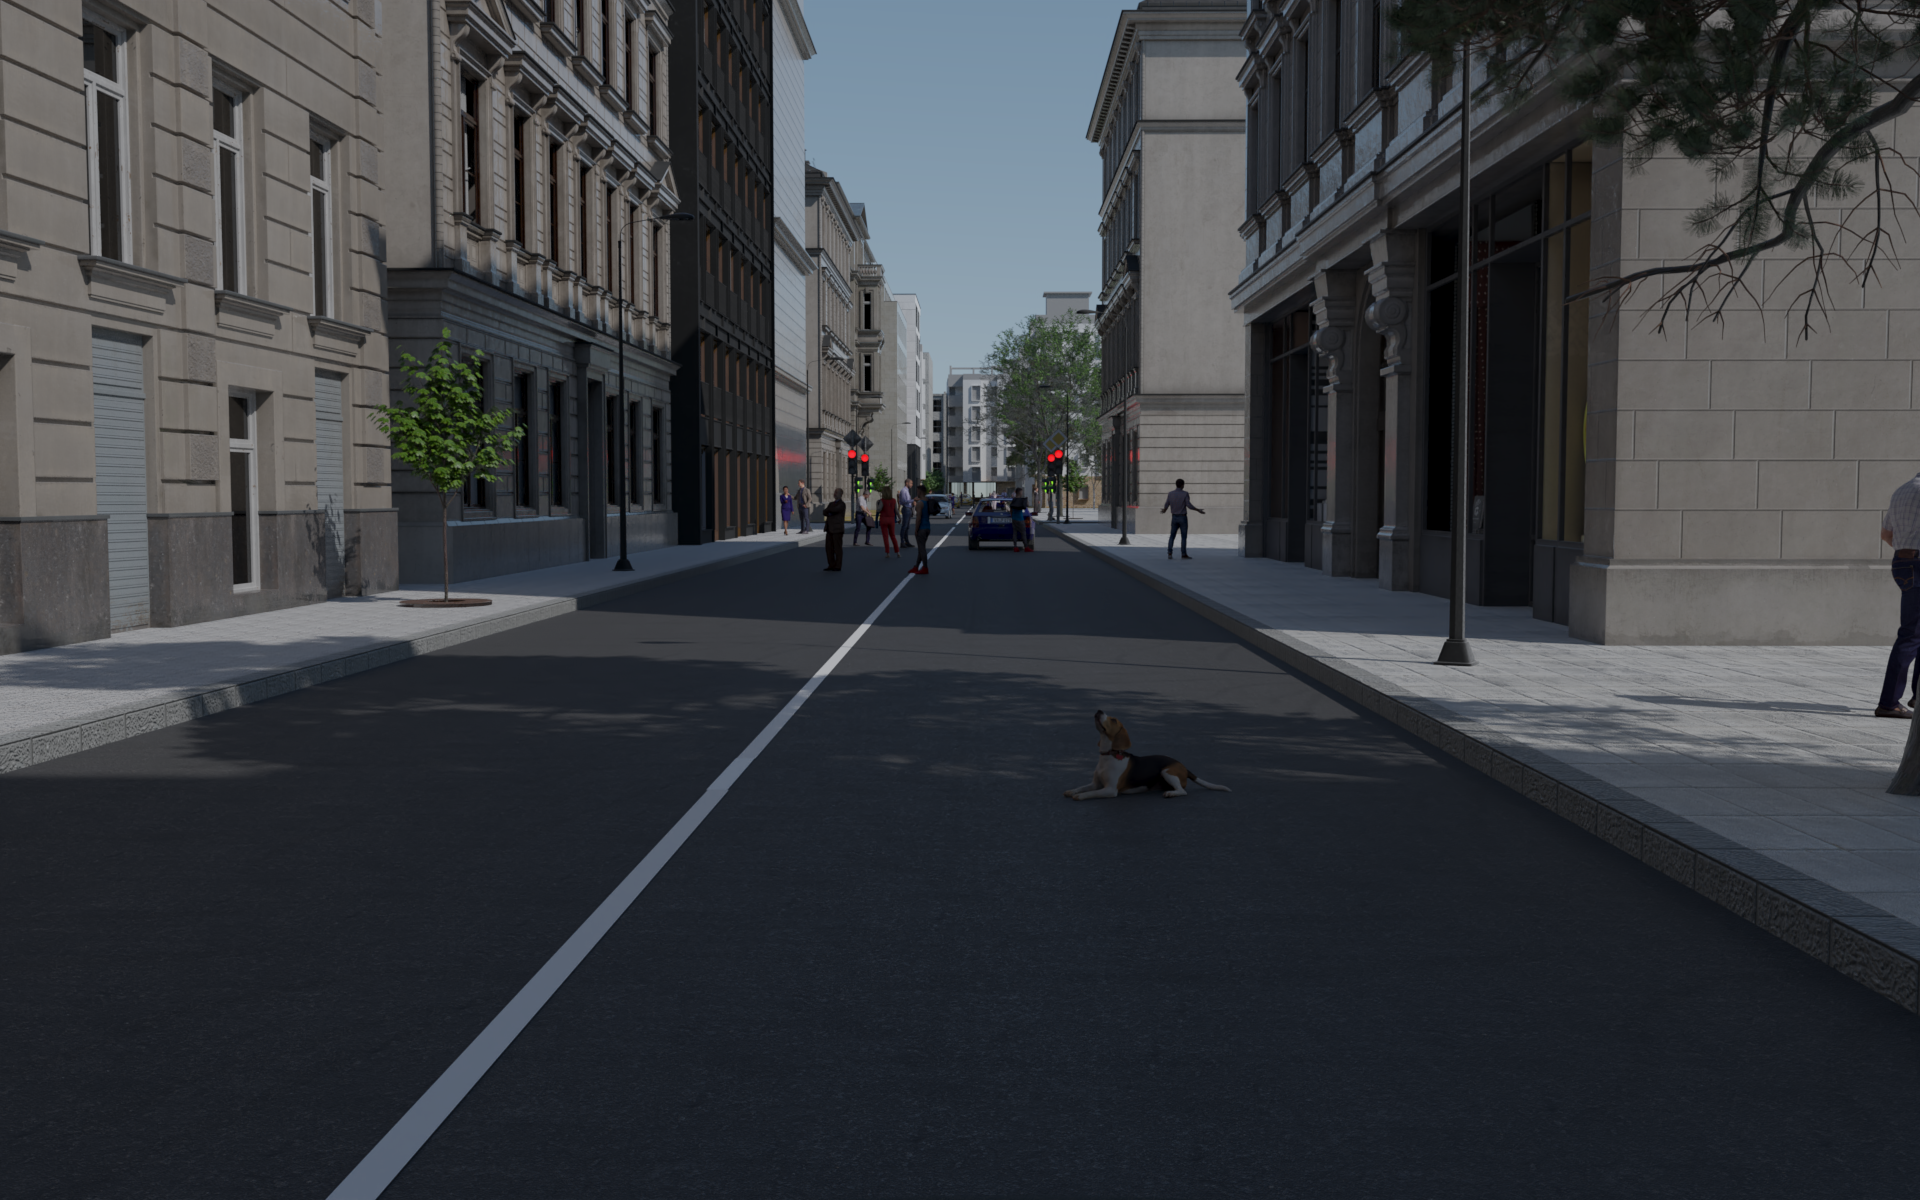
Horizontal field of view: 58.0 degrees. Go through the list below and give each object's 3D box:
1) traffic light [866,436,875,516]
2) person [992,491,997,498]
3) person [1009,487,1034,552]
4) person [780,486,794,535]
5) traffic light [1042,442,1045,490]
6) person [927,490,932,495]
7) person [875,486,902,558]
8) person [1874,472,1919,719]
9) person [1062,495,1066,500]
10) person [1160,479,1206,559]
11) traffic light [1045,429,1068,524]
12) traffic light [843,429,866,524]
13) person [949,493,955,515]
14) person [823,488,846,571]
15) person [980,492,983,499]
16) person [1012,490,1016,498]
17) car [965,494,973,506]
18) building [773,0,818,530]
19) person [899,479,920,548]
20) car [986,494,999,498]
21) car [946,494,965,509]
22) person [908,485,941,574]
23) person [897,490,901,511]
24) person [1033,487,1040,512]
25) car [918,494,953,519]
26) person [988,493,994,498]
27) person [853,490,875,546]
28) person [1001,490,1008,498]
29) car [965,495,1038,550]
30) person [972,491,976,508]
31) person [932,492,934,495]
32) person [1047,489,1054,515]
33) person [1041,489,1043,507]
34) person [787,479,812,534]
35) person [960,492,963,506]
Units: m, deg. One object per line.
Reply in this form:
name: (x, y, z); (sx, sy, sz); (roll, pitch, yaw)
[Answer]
traffic light: (-4.470, -5.679, 82.097); (0.839, 4.213, 0.868); (0, 4, 1)
person: (2.919, -8.585, 149.525); (0.551, 1.740, 0.621); (-1, 4, -13)
person: (1.514, -1.978, 42.715); (0.647, 1.594, 0.662); (3, 4, 39)
person: (-5.330, -2.763, 53.588); (0.453, 1.535, 0.546); (-3, 5, -44)
traffic light: (4.290, -5.673, 81.992); (0.839, 4.213, 0.868); (0, 4, 1)
person: (-1.971, -6.485, 115.235); (0.504, 1.737, 0.576); (-2, 4, -24)
person: (-1.617, -1.764, 39.051); (0.593, 1.614, 0.444); (0, 4, -1)
person: (5.556, -0.108, 10.025); (0.590, 1.554, 0.614); (0, 4, -2)
person: (6.323, -6.180, 109.044); (0.435, 1.587, 0.963); (3, 4, 39)
person: (4.337, -1.598, 34.133); (0.963, 1.587, 0.435); (2, 4, 25)
traffic light: (4.179, -5.184, 74.007); (0.839, 4.213, 0.868); (0, 4, 1)
traffic light: (-4.581, -5.191, 74.113); (0.839, 4.213, 0.868); (0, 4, 1)
person: (-0.616, -6.578, 118.420); (0.546, 1.535, 0.453); (0, 4, 3)
person: (-2.324, -1.311, 32.197); (0.388, 1.546, 0.482); (-3, 4, -38)
person: (2.862, -13.389, 228.873); (0.415, 1.643, 0.593); (0, 4, -7)
person: (6.321, -11.820, 200.232); (0.756, 1.711, 0.436); (-2, 4, -28)
car: (0.602, -12.212, 209.882); (2.015, 1.641, 3.980); (0, 4, -1)
building: (-17.578, -17.056, 66.257); (23.554, 28.519, 14.401); (0, 4, 1)
person: (-1.310, -2.316, 46.240); (0.599, 1.838, 0.709); (1, 4, 10)
car: (4.549, -13.511, 229.939); (2.155, 1.783, 4.494); (0, 4, -1)
car: (-0.894, -9.970, 173.227); (2.015, 1.641, 3.980); (0, 4, 3)
person: (-0.666, -1.266, 31.061); (0.662, 1.594, 0.647); (1, 4, 18)
person: (-4.460, -7.325, 128.078); (0.388, 1.546, 0.482); (2, 4, 34)
person: (4.640, -5.964, 104.352); (0.445, 1.727, 0.742); (-1, 4, -12)
car: (-1.403, -5.422, 100.658); (2.014, 1.417, 4.499); (0, 4, 2)
person: (2.706, -8.446, 148.793); (0.471, 1.553, 0.569); (-3, 5, -40)
person: (-2.660, -2.280, 47.983); (0.590, 1.554, 0.614); (1, 4, 14)
person: (4.112, -9.309, 160.569); (0.709, 1.838, 0.599); (-1, 4, -8)
car: (1.097, -2.024, 45.669); (1.945, 1.354, 3.894); (0, 4, 1)
person: (1.468, -10.103, 174.506); (0.721, 1.723, 1.217); (0, 4, 5)
person: (-3.193, -12.594, 212.744); (0.721, 1.735, 1.217); (-1, 4, -18)
person: (5.457, -6.111, 106.482); (0.617, 1.759, 0.750); (-3, 5, -41)
person: (7.430, -9.396, 160.339); (0.551, 1.740, 0.621); (1, 4, 14)
person: (-5.179, -2.989, 55.441); (0.750, 1.759, 0.617); (-2, 4, -30)
person: (0.151, -11.969, 205.112); (0.530, 1.710, 0.541); (3, 5, 41)
